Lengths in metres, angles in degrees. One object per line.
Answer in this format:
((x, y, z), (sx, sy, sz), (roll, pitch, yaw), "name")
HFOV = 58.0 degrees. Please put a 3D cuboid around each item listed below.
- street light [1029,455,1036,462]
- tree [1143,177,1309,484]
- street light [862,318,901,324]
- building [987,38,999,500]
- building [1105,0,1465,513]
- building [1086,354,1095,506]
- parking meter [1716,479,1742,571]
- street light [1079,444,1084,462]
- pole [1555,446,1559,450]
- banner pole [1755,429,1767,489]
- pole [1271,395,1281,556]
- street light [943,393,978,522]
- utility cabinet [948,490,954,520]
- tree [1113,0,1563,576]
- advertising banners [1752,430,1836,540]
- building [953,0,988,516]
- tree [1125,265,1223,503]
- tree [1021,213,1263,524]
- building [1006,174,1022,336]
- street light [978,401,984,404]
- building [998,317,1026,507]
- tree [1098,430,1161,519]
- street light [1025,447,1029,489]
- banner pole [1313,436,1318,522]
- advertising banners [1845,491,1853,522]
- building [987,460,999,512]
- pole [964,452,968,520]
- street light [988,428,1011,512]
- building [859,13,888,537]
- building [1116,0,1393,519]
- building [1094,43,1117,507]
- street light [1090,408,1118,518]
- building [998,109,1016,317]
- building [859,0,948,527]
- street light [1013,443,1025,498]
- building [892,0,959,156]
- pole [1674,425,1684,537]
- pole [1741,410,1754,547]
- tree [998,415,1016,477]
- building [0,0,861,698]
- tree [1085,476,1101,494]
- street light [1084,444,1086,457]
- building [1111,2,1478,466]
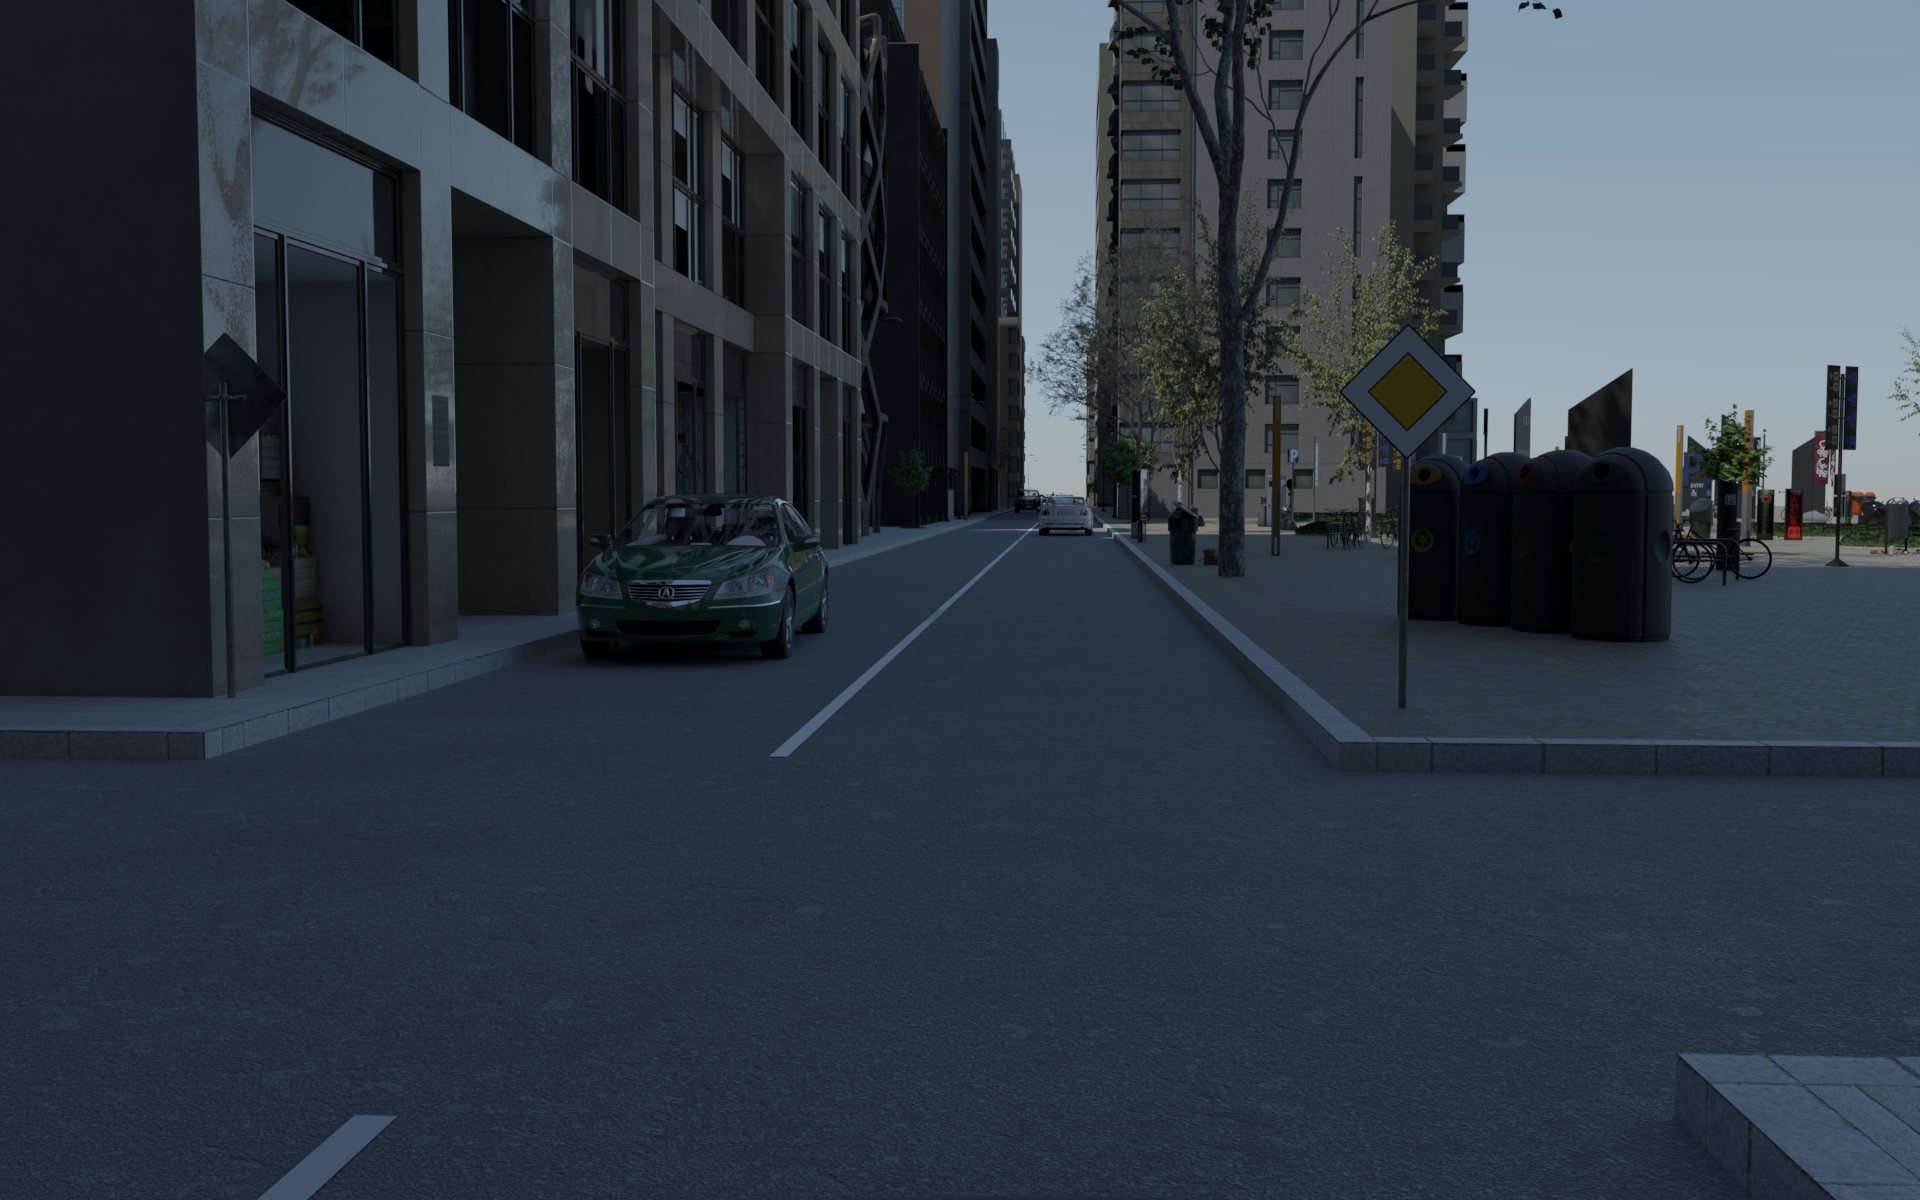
((7.974, -14.198, 204.672), (1.470, 5.913, 1.316), (0, 4, 4), "street light")
((6.283, -5.553, 41.146), (4.360, 8.622, 3.978), (0, 3, 0), "tree")
((-2.249, -4.477, 45.741), (1.470, 5.913, 1.316), (0, 4, 4), "street light")
((-3.905, -28.607, 151.320), (14.154, 41.232, 14.086), (0, 4, 4), "building")
((21.147, -28.297, 117.278), (22.147, 44.769, 28.867), (0, 4, 4), "building")
((28.938, -22.028, 205.195), (27.650, 21.520, 28.899), (0, 4, 4), "building")
((12.923, -1.266, 29.111), (0.372, 1.533, 0.369), (0, 3, 0), "parking meter")
((12.060, -11.556, 161.488), (1.470, 5.913, 1.316), (0, 4, 4), "street light")
((25.478, -4.902, 73.988), (0.158, 3.312, 0.155), (0, 3, 0), "pole")
((30.731, -4.688, 66.664), (0.401, 3.779, 0.863), (-2, 4, -24), "banner pole")
((6.557, -2.573, 35.906), (0.158, 3.312, 0.155), (0, 3, 0), "pole")
((-0.059, -6.571, 79.982), (1.470, 5.913, 1.316), (0, 4, 4), "street light")
((-0.643, -4.627, 84.336), (0.318, 1.500, 1.173), (-1, 4, -21), "utility cabinet")
((3.390, -10.362, 25.303), (12.611, 20.169, 13.585), (0, 3, 0), "tree")
((23.016, -3.158, 47.817), (2.074, 3.025, 0.090), (0, 4, 7), "advertising banners")
((-9.372, -29.863, 111.962), (21.300, 48.544, 21.600), (0, 4, 4), "building")
((7.472, -6.511, 56.812), (4.737, 8.622, 4.395), (0, 3, 0), "tree")
((7.873, -10.072, 75.043), (12.009, 13.543, 11.850), (0, 3, 0), "tree")
((1.368, -35.853, 236.308), (14.600, 45.320, 14.200), (0, 4, 4), "building")
((0.517, -7.002, 87.027), (1.470, 5.913, 1.316), (0, 4, 4), "street light")
((-7.222, -20.766, 184.563), (27.650, 21.520, 28.899), (0, 4, 4), "building")
((8.690, -6.416, 88.614), (4.285, 4.588, 4.351), (0, 3, 0), "tree")
((5.784, -12.077, 170.006), (1.470, 5.913, 1.316), (0, 4, 4), "street light")
((15.329, -5.176, 74.644), (0.401, 3.779, 0.863), (2, 4, 26), "banner pole")
((32.600, -4.155, 64.119), (0.090, 3.025, 2.074), (0, 4, 6), "advertising banners")
((-7.408, -42.471, 132.656), (20.563, 71.187, 20.611), (0, 4, 4), "building")
((0.285, -5.537, 84.365), (0.158, 3.312, 0.155), (0, 3, 0), "pole")
((2.652, -9.155, 122.230), (1.470, 5.913, 1.316), (0, 4, 4), "street light")
((-10.802, -11.379, 53.499), (16.820, 18.784, 16.811), (0, 4, 4), "building")
((15.796, -19.869, 96.563), (14.160, 30.474, 14.107), (0, 4, 4), "building")
((24.820, -33.973, 179.154), (21.300, 48.544, 21.600), (0, 4, 4), "building")
((7.753, -7.352, 92.744), (1.470, 5.913, 1.316), (0, 4, 4), "street light")
((-4.528, -36.307, 213.234), (23.786, 49.044, 30.456), (0, 4, 4), "building")
((-7.223, -15.008, 75.051), (12.332, 23.373, 15.834), (0, 4, 4), "building")
((4.899, -11.270, 156.802), (1.470, 5.913, 1.316), (0, 4, 4), "street light")
((-7.368, -27.109, 93.335), (14.600, 45.320, 14.200), (0, 4, 4), "building")
((21.258, -3.509, 51.207), (0.158, 3.312, 0.155), (0, 3, 0), "pole")
((19.127, -2.949, 42.059), (0.158, 3.312, 0.155), (0, 3, 0), "pole")
((3.367, -12.931, 161.788), (4.737, 8.622, 4.395), (0, 3, 0), "tree")
((-13.211, -13.647, 27.649), (19.350, 26.468, 34.151), (0, 4, 4), "building")
((13.278, -10.666, 168.997), (1.663, 3.219, 1.824), (0, 3, 0), "tree")
((9.995, -9.446, 126.982), (1.470, 5.913, 1.316), (0, 4, 4), "street light")
((26.578, -34.044, 145.864), (28.713, 52.752, 27.495), (0, 4, 4), "building")
